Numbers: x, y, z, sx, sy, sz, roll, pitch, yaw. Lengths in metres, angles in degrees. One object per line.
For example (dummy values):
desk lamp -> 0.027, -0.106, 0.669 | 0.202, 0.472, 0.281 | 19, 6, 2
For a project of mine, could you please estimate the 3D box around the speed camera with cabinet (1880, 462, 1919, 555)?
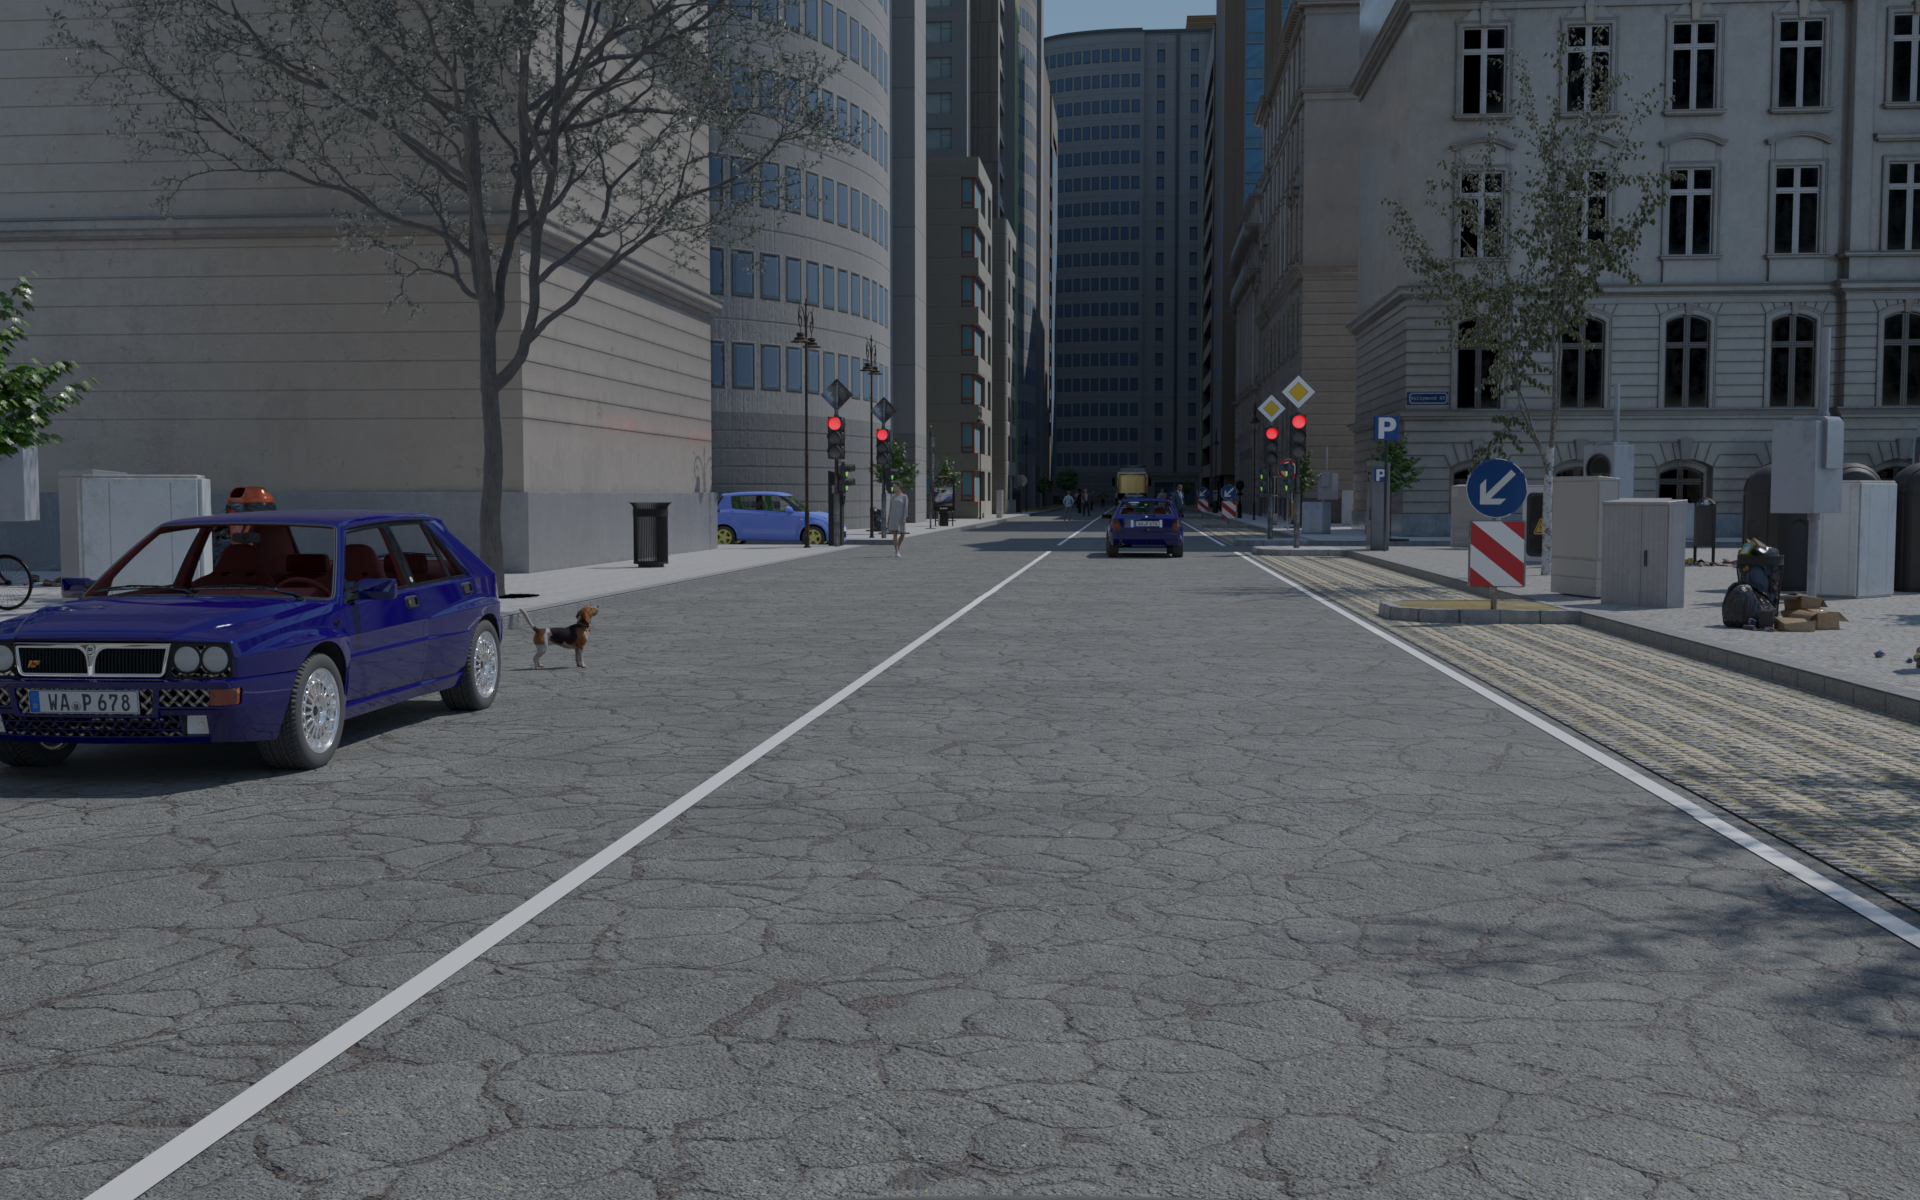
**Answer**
speed camera with cabinet -> 21.272, -2.687, 38.270 | 0.660, 3.252, 2.038 | 0, 4, 3

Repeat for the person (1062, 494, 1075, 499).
person -> 9.423, -8.621, 149.978 | 1.217, 1.766, 0.721 | 0, 4, 8

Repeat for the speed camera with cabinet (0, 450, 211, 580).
speed camera with cabinet -> -7.553, -1.253, 14.815 | 2.038, 3.252, 0.660 | -1, 4, -16

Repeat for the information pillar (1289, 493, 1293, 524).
information pillar -> 14.275, -5.036, 73.685 | 0.504, 3.616, 0.183 | -3, 4, -38

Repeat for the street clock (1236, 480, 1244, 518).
street clock -> 14.880, -5.353, 92.094 | 0.471, 2.002, 0.358 | -3, 5, -41

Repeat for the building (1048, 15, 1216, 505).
building -> 20.979, -41.353, 218.112 | 28.212, 58.520, 21.231 | 0, 4, 6

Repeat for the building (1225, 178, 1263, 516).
building -> 24.259, -16.454, 110.824 | 13.314, 21.916, 24.055 | 0, 4, 6

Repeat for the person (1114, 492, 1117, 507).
person -> 17.503, -11.210, 192.728 | 0.436, 1.711, 0.756 | -1, 4, -21

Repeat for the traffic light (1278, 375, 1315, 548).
traffic light -> 7.976, -3.187, 41.034 | 0.839, 4.253, 0.868 | 0, 4, 6

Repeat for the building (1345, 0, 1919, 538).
building -> 30.547, -14.395, 54.441 | 34.723, 24.649, 14.460 | 0, 4, 6

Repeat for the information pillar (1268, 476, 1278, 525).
information pillar -> 13.038, -4.139, 72.161 | 0.304, 2.012, 0.304 | 2, 4, 35

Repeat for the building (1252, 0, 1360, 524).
building -> 21.605, -17.676, 86.267 | 12.463, 27.353, 25.104 | 0, 4, 6

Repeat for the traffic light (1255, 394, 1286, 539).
traffic light -> 8.770, -3.673, 48.980 | 0.839, 4.253, 0.868 | 0, 4, 6

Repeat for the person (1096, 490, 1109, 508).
person -> 14.926, -10.552, 181.116 | 1.348, 1.812, 0.705 | 1, 4, 18

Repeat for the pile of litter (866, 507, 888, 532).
pile of litter -> -2.632, -2.791, 59.592 | 1.176, 0.858, 1.719 | -1, 4, -9

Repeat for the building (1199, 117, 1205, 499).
building -> 33.438, -30.978, 190.081 | 14.154, 41.232, 14.086 | 0, 4, 6

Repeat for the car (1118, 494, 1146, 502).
car -> 10.826, -5.844, 107.348 | 2.131, 1.459, 4.920 | 0, 4, 7

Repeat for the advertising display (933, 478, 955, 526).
advertising display -> -0.633, -3.899, 68.956 | 0.974, 1.923, 0.123 | 2, 4, 35

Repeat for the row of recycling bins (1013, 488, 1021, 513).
row of recycling bins -> 2.463, -6.905, 120.002 | 3.534, 1.692, 1.069 | 0, 4, 3

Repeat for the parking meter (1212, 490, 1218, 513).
parking meter -> 17.123, -6.591, 116.169 | 0.372, 1.533, 0.369 | 0, 3, 0

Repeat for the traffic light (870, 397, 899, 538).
traffic light -> -2.189, -3.739, 50.055 | 0.839, 4.253, 0.868 | 0, 4, 6

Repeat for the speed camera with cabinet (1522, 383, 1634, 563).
speed camera with cabinet -> 11.227, -2.275, 31.529 | 0.660, 3.252, 2.038 | -2, 4, -31

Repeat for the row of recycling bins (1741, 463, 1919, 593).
row of recycling bins -> 12.295, -0.970, 22.978 | 3.534, 1.692, 1.069 | 0, 4, 7

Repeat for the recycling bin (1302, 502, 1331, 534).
recycling bin -> 11.465, -2.640, 55.714 | 0.722, 1.027, 0.722 | 3, 4, 36

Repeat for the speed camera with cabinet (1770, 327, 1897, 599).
speed camera with cabinet -> 10.733, -1.645, 21.236 | 2.038, 3.252, 0.660 | -3, 4, -37

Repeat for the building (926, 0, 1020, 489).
building -> -2.946, -27.444, 132.299 | 14.154, 41.232, 14.086 | 0, 4, 6

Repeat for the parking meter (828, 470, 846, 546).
parking meter -> -3.052, -2.275, 42.911 | 0.399, 1.863, 0.255 | 1, 4, 9

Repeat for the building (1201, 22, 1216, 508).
building -> 35.232, -33.494, 171.323 | 21.300, 48.544, 21.600 | 0, 4, 6

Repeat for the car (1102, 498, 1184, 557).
car -> 4.293, -1.710, 40.535 | 1.945, 1.354, 3.894 | 0, 4, 4

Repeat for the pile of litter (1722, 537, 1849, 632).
pile of litter -> 8.033, -0.174, 16.809 | 1.719, 0.858, 1.176 | -3, 4, -38

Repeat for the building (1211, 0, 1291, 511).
building -> 26.854, -29.546, 133.184 | 14.600, 45.320, 14.200 | 0, 4, 6

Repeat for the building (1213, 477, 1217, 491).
building -> 32.916, -43.492, 149.344 | 20.563, 71.187, 20.611 | 0, 4, 6

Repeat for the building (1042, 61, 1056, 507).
building -> 1.737, -32.057, 174.250 | 14.600, 45.320, 14.200 | 0, 4, 6

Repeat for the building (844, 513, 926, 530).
building -> -13.397, -32.045, 65.927 | 21.231, 58.520, 28.212 | 0, 4, 6

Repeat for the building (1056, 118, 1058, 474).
building -> 3.354, -33.141, 191.969 | 14.200, 45.320, 14.600 | 0, 4, 6

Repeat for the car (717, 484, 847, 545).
car -> -4.860, -2.235, 46.133 | 3.694, 1.707, 1.945 | 0, 4, 5

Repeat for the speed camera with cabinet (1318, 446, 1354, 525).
speed camera with cabinet -> 15.783, -4.704, 71.239 | 2.038, 3.252, 0.660 | 3, 4, 36

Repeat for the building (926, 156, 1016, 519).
building -> -11.371, -15.881, 104.691 | 27.650, 21.520, 28.899 | 0, 4, 6

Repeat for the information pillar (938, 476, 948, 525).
information pillar -> -0.699, -4.054, 70.772 | 0.304, 2.012, 0.304 | -2, 4, -26

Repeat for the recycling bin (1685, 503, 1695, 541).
recycling bin -> 20.020, -2.179, 48.176 | 0.722, 1.027, 0.722 | 1, 4, 17

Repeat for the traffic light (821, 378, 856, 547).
traffic light -> -2.983, -3.253, 42.109 | 0.839, 4.253, 0.868 | 0, 4, 6

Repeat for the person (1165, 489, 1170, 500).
person -> 17.622, -8.523, 147.849 | 0.705, 1.824, 1.348 | -1, 4, -13

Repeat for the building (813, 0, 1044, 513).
building -> -3.856, -37.375, 153.076 | 21.231, 58.520, 28.212 | 0, 4, 6

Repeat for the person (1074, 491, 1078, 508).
person -> 12.055, -10.346, 178.595 | 0.756, 1.711, 0.436 | -1, 4, -17

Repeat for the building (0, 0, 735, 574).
building -> -17.367, -15.124, 34.672 | 23.554, 28.519, 14.401 | 0, 4, 6

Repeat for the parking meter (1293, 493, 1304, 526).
parking meter -> 13.393, -3.848, 68.618 | 0.399, 1.863, 0.255 | 2, 4, 23

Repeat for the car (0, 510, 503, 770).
car -> -4.091, 0.141, 10.282 | 1.945, 1.354, 3.894 | 0, 4, 4

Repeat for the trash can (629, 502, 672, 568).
trash can -> -5.424, -1.145, 30.369 | 0.748, 1.137, 0.748 | 0, 3, 0
